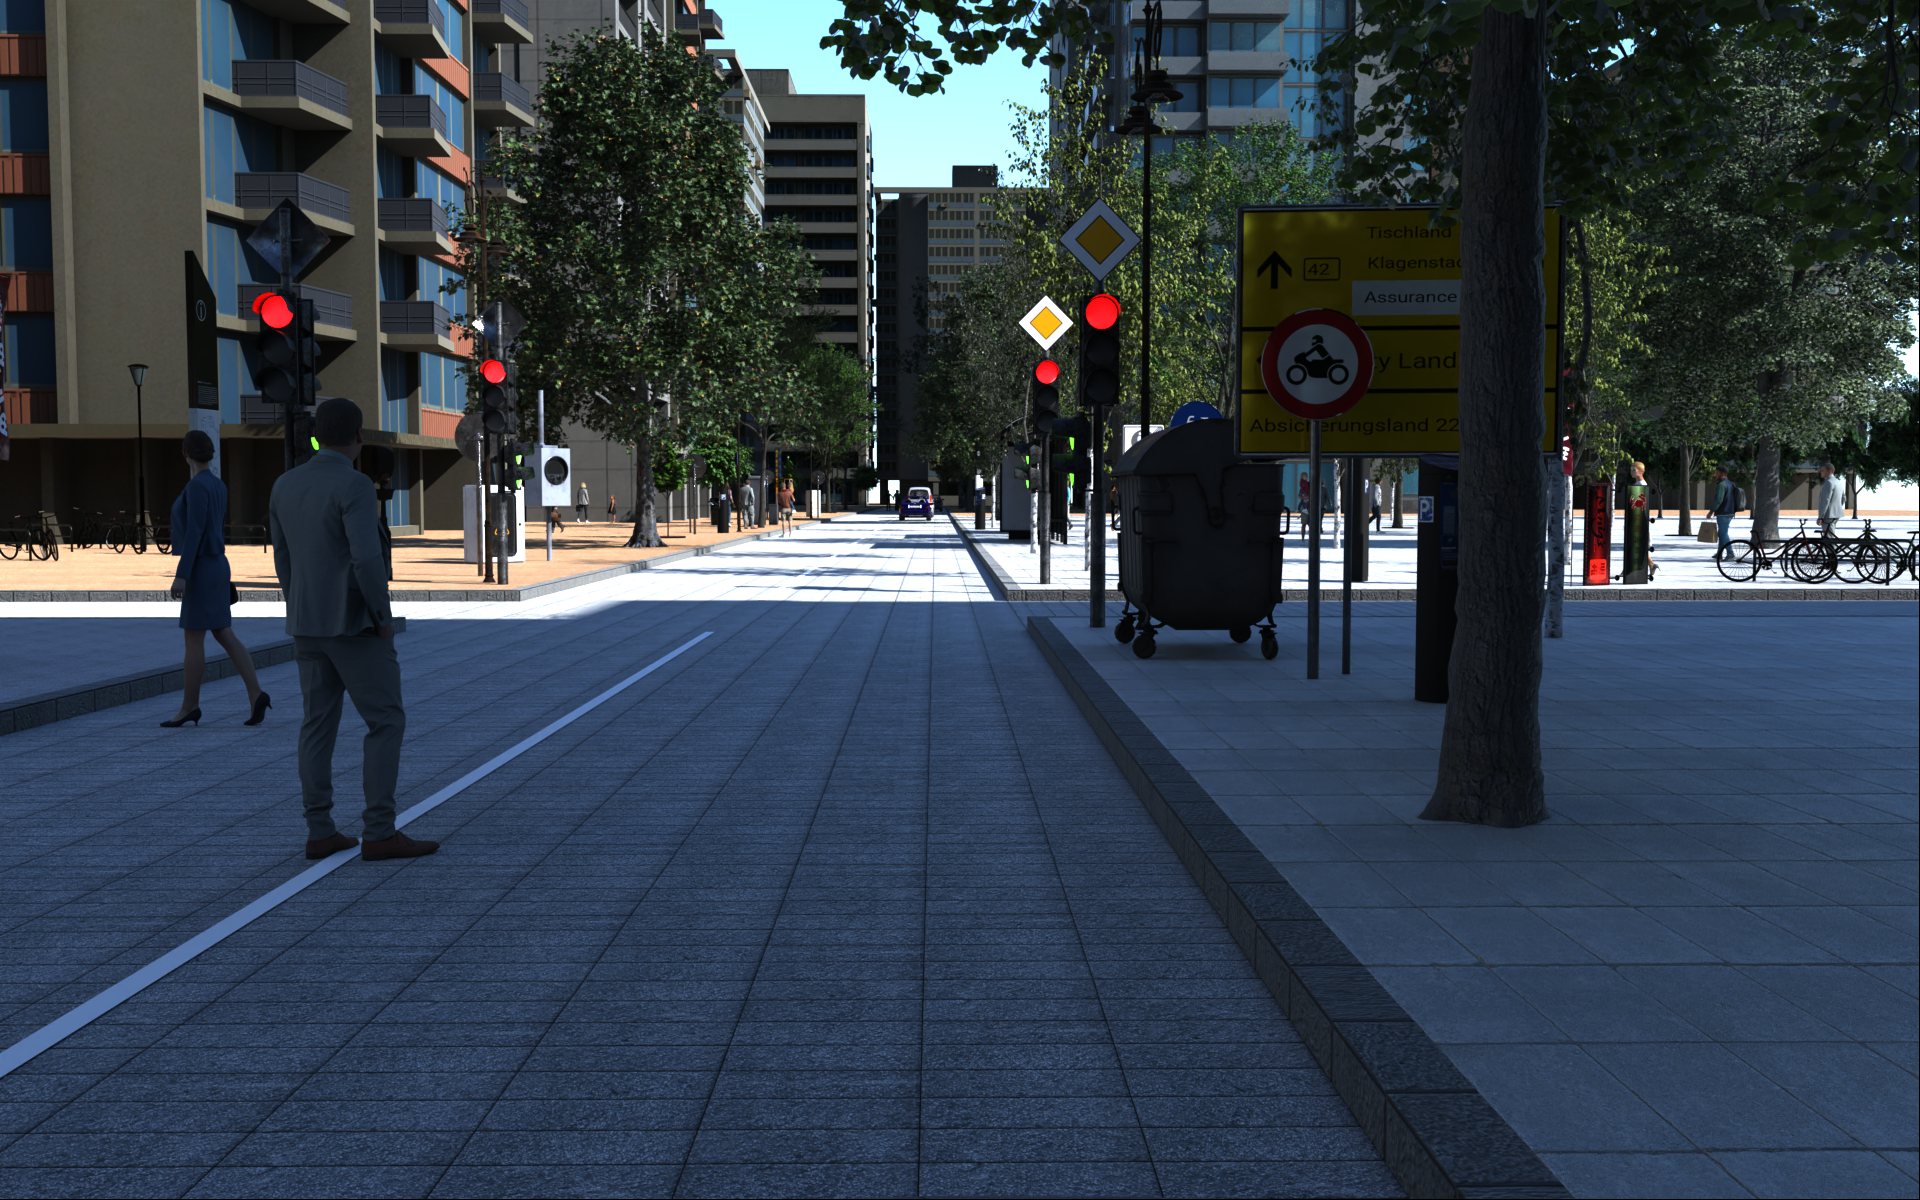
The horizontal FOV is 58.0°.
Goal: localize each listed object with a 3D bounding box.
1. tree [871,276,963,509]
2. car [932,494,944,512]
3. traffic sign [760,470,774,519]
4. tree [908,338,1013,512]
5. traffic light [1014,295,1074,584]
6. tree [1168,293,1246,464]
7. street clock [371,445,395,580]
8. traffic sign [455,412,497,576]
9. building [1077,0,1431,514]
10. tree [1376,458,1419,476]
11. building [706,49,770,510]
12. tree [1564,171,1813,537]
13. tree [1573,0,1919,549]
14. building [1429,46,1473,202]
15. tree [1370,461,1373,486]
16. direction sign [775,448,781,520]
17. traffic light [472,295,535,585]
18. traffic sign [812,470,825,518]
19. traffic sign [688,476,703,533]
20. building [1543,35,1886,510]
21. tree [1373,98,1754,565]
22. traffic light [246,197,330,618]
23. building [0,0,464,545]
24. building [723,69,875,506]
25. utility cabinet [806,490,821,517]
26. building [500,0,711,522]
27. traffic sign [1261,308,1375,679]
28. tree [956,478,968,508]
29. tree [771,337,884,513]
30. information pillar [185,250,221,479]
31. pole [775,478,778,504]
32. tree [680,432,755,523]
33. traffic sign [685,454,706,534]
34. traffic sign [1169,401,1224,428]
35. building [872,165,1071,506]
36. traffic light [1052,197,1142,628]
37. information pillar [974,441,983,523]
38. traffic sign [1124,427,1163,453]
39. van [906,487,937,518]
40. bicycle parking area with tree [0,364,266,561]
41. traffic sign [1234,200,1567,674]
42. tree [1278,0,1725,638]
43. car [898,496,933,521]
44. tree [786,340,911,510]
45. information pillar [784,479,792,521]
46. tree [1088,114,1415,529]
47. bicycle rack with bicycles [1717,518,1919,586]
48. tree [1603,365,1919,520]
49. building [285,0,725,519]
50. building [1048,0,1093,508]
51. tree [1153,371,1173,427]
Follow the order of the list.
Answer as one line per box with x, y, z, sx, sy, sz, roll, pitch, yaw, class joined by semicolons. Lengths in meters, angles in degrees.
-1.308;-18.122;152.176;12.611;20.169;13.585;0;3;0;tree
-2.292;-7.907;141.284;2.014;1.417;4.499;0;4;0;car
-10.078;-5.525;90.431;0.768;2.556;0.104;0;4;1;traffic sign
0.689;-13.286;123.877;9.857;13.997;8.962;0;3;0;tree
1.195;-2.180;24.570;0.839;4.253;0.868;0;4;-1;traffic light
12.816;-8.879;79.586;7.601;10.594;8.767;-2;4;-26;tree
-8.567;-1.294;25.733;0.358;2.002;0.471;-2;4;-33;street clock
-7.492;-1.644;26.982;0.768;2.556;0.104;0;4;3;traffic sign
20.160;-30.870;124.336;23.786;49.044;30.456;0;4;-1;building
25.421;-11.482;94.379;9.857;13.997;8.962;0;3;0;tree
-29.154;-28.053;150.545;23.993;40.220;32.217;0;4;-1;building
22.019;-7.750;52.467;9.928;11.665;9.643;0;3;0;tree
18.903;-8.181;40.418;9.857;13.997;8.962;0;3;0;tree
44.193;-31.215;160.471;14.200;45.320;14.600;0;4;-1;building
21.103;-8.172;83.979;4.737;8.622;4.395;0;3;0;tree
-8.894;-5.671;84.719;0.379;3.537;0.876;1;4;12;direction sign
-6.465;-2.173;24.445;0.839;4.253;0.868;0;4;-1;traffic light
-7.654;-5.700;93.293;0.768;2.556;0.104;0;4;5;traffic sign
-8.878;-3.484;56.967;0.884;2.594;0.081;1;4;9;traffic sign
63.541;-28.183;152.673;23.993;40.220;32.217;0;4;-1;building
10.774;-4.923;30.854;4.737;8.622;4.395;0;3;0;tree
-6.352;-1.684;16.461;0.839;4.253;0.868;0;4;-1;traffic light
-26.560;-24.523;55.583;22.147;44.769;28.867;0;4;-1;building
-21.056;-35.340;201.515;21.600;48.544;21.300;0;4;-1;building
-8.253;-5.427;97.405;0.318;1.500;1.173;2;4;24;utility cabinet
-23.666;-39.709;87.499;20.563;71.187;20.611;0;4;-1;building
2.453;-0.725;11.961;0.768;2.556;0.104;0;4;6;traffic sign
0.222;-10.358;163.959;1.663;3.219;1.824;0;3;0;tree
-9.046;-11.663;116.439;9.928;11.665;9.643;0;3;0;tree
-7.394;-1.565;16.942;0.183;3.616;0.504;0;4;1;information pillar
-10.536;-6.473;99.680;0.158;3.312;0.155;0;3;0;pole
-10.818;-5.668;76.381;4.285;4.588;4.351;0;3;0;tree
-8.450;-3.364;55.109;0.768;2.556;0.104;1;4;8;traffic sign
3.247;-1.448;23.773;0.768;2.556;0.104;0;4;6;traffic sign
1.724;-31.532;207.427;23.993;40.220;32.217;0;4;-1;building
1.308;-1.692;16.585;0.839;4.253;0.868;0;4;-1;traffic light
0.828;-5.175;75.971;0.183;3.616;0.504;3;4;36;information pillar
2.714;-1.444;25.736;0.606;2.300;0.079;0;4;2;traffic sign
-2.447;-6.078;106.382;2.013;2.044;4.112;0;4;0;van
-19.626;-3.014;36.278;8.231;4.147;9.016;-3;5;-45;bicycle parking area with tree
3.076;-1.122;12.217;2.265;3.308;0.079;0;4;5;traffic sign
5.081;-3.969;15.248;4.360;8.622;3.978;0;3;0;tree
-2.415;-4.972;93.866;1.945;1.354;3.894;0;4;0;car
-9.142;-13.887;137.415;12.009;13.543;11.850;0;3;0;tree
-8.277;-4.832;83.499;0.304;2.012;0.304;1;4;18;information pillar
7.237;-7.453;47.611;9.928;11.665;9.643;0;3;0;tree
12.920;-0.728;25.289;2.925;0.926;2.852;3;5;40;bicycle rack with bicycles
42.894;-7.583;86.894;20.602;7.101;11.467;2;4;25;tree
-27.256;-28.047;113.188;22.147;44.769;28.867;0;4;-1;building
22.066;-34.491;153.174;28.713;52.752;27.495;0;4;-1;building
10.268;-8.725;93.013;4.360;8.622;3.978;0;3;0;tree
